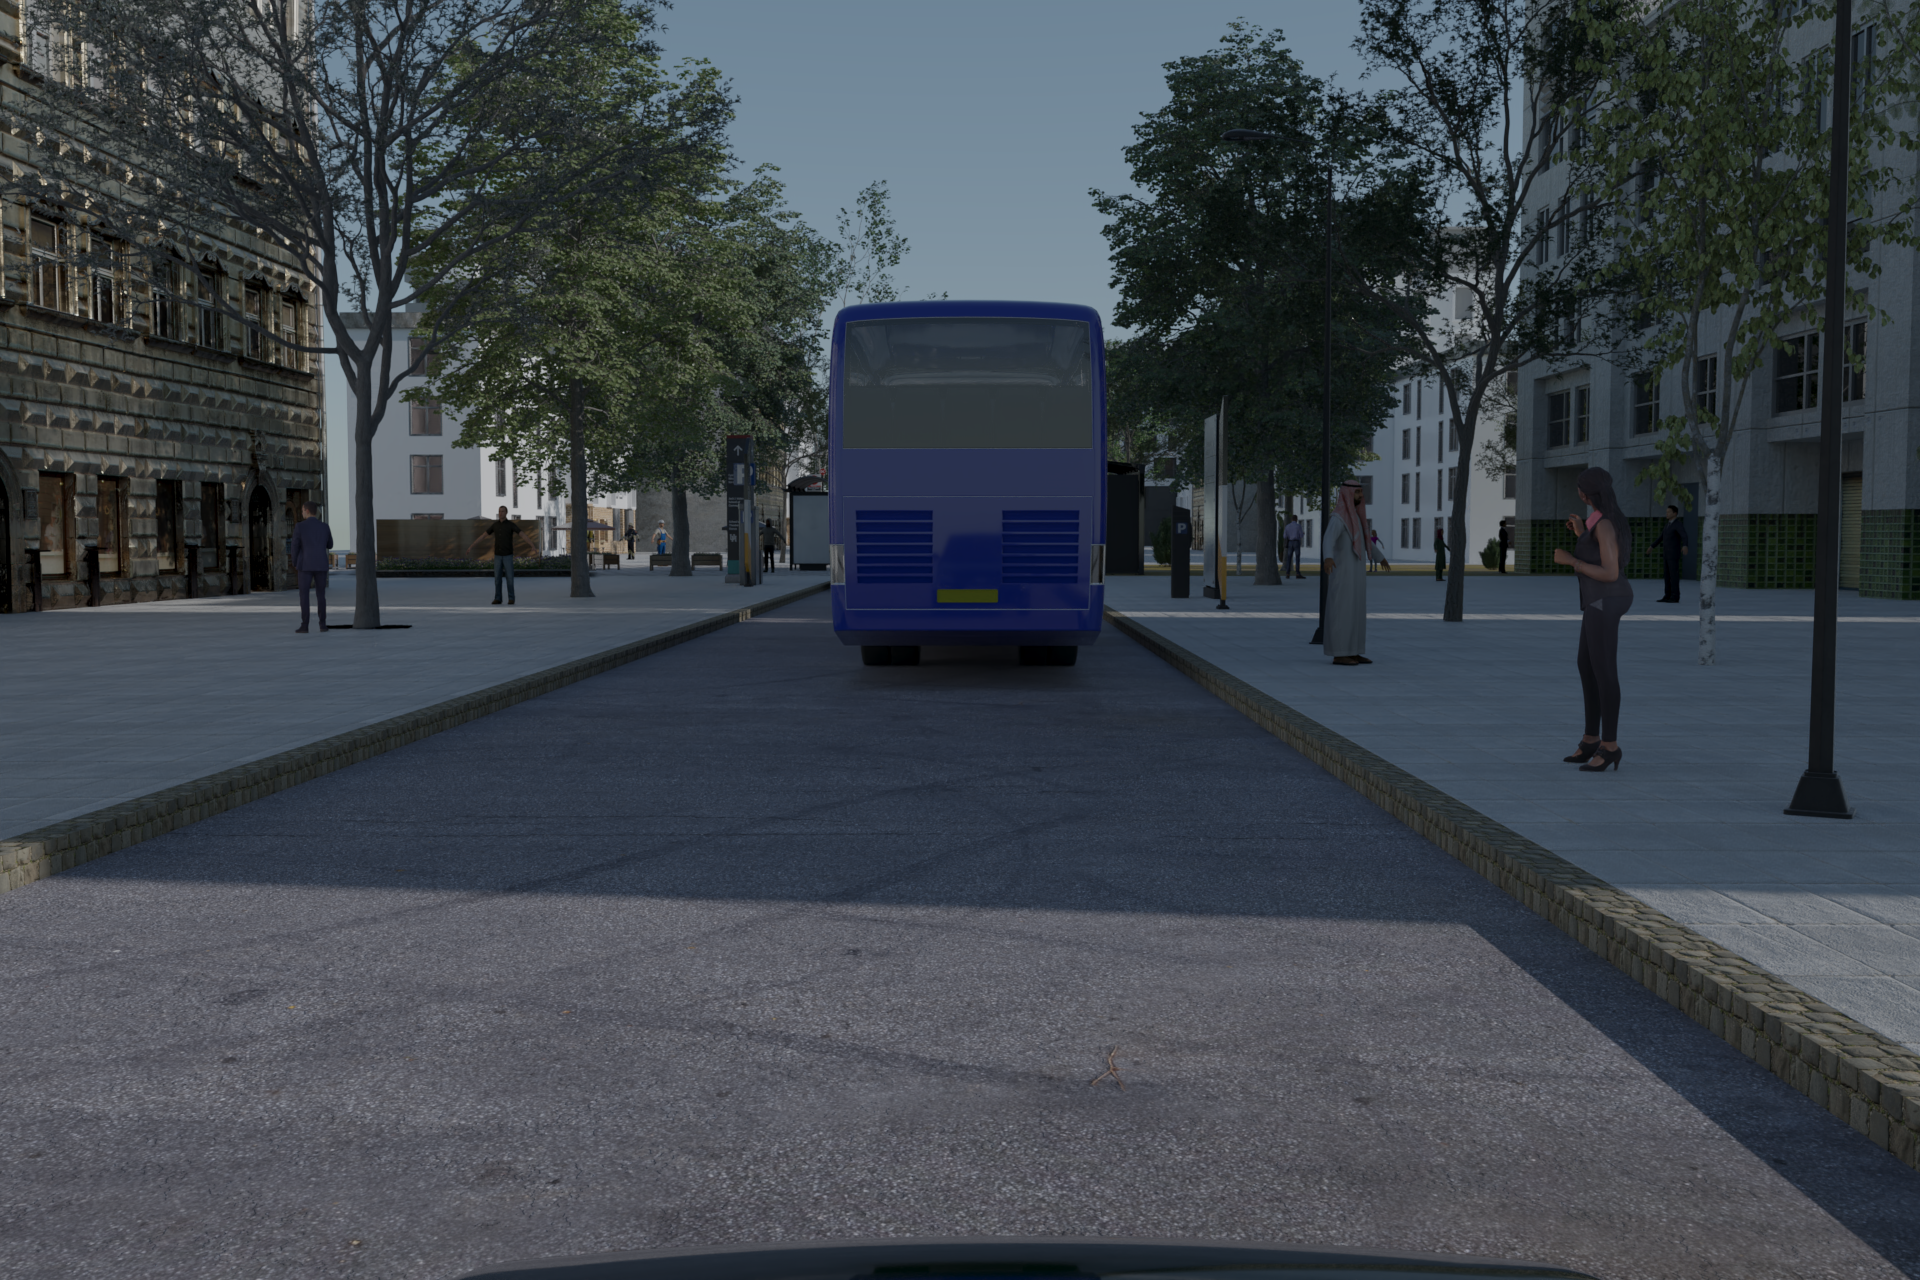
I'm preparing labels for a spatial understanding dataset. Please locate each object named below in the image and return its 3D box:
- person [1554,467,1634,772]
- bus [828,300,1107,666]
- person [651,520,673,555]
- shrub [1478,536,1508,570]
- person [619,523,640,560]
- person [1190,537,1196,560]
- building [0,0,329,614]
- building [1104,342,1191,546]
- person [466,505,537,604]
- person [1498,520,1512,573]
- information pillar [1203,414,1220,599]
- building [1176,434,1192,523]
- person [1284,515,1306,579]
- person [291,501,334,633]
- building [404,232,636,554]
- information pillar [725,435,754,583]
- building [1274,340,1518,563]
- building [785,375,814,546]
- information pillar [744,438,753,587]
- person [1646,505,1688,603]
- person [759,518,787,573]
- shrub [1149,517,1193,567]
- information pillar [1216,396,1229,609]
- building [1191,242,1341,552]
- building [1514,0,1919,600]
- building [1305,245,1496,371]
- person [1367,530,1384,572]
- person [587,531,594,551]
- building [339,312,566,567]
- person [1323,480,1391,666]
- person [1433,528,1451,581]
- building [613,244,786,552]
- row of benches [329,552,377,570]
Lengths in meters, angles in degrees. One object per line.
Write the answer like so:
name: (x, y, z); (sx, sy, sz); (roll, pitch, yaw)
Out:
person: (3.432, -0.120, 9.471); (0.415, 1.643, 0.593); (-1, 4, -17)
bus: (0.133, -1.843, 21.677); (2.896, 3.916, 12.251); (0, 4, 1)
person: (-11.831, -3.847, 68.757); (0.705, 1.847, 1.347); (2, 4, 32)
shrub: (19.040, -3.101, 61.815); (1.383, 1.207, 1.383); (0, 3, 0)
person: (-16.472, -4.941, 86.570); (1.354, 1.856, 0.705); (2, 4, 34)
person: (11.232, -4.880, 86.058); (1.348, 1.796, 0.705); (-3, 5, -43)
building: (-24.406, -12.283, 31.750); (19.493, 23.208, 18.063); (0, 4, 0)
building: (27.669, -21.827, 200.850); (27.936, 21.610, 32.646); (0, 4, 1)
person: (-8.324, -1.550, 31.558); (1.348, 1.803, 0.705); (0, 4, 7)
person: (17.785, -3.042, 56.460); (0.721, 1.740, 1.216); (0, 4, 5)
information pillar: (5.087, -2.657, 34.752); (0.184, 3.620, 1.656); (0, 4, 0)
building: (27.893, -19.877, 181.408); (16.016, 20.090, 11.380); (0, 4, 0)
person: (9.651, -2.680, 49.731); (0.709, 1.838, 0.599); (2, 4, 35)
person: (-8.448, -0.957, 22.608); (0.541, 1.710, 0.530); (-2, 4, -29)
building: (-27.054, -15.183, 104.670); (16.016, 20.090, 11.380); (0, 3, 0)
information pillar: (-5.770, -3.435, 45.536); (0.750, 3.857, 0.750); (0, 4, 1)
building: (23.002, -8.995, 89.211); (9.099, 9.664, 28.070); (0, 4, 0)
building: (-22.182, -20.402, 189.994); (16.016, 20.090, 11.380); (0, 4, 0)
information pillar: (-5.150, -3.098, 42.005); (0.183, 3.616, 0.504); (0, 4, 1)
person: (13.268, -1.609, 32.353); (0.704, 1.823, 1.345); (0, 4, -7)
person: (-6.362, -3.149, 57.607); (1.348, 1.813, 0.705); (1, 4, 16)
shrub: (8.278, -3.904, 67.864); (1.661, 2.075, 1.752); (0, 3, 0)
information pillar: (4.495, -2.339, 29.602); (0.183, 3.616, 0.504); (0, 4, 1)
building: (27.917, -18.317, 130.418); (19.493, 23.208, 18.063); (0, 4, 1)
building: (26.693, -10.695, 41.321); (16.747, 18.905, 31.486); (0, 4, 0)
building: (26.831, -16.046, 118.775); (16.016, 20.090, 11.380); (0, 4, 1)
person: (13.855, -2.994, 58.215); (0.599, 1.433, 0.991); (-3, 5, -41)
person: (-16.457, -4.312, 76.271); (0.705, 1.858, 1.354); (1, 4, 21)
building: (-22.575, -8.411, 79.674); (9.099, 9.664, 28.070); (0, 4, 0)
person: (3.852, -0.666, 17.030); (0.704, 1.811, 1.347); (3, 4, 38)
person: (13.157, -2.326, 47.238); (0.599, 1.438, 0.989); (3, 5, 40)
building: (-23.508, -18.364, 131.179); (19.493, 23.208, 18.063); (0, 4, 1)
row of benches: (-21.803, -2.903, 62.933); (4.104, 0.672, 1.422); (0, 4, -8)
